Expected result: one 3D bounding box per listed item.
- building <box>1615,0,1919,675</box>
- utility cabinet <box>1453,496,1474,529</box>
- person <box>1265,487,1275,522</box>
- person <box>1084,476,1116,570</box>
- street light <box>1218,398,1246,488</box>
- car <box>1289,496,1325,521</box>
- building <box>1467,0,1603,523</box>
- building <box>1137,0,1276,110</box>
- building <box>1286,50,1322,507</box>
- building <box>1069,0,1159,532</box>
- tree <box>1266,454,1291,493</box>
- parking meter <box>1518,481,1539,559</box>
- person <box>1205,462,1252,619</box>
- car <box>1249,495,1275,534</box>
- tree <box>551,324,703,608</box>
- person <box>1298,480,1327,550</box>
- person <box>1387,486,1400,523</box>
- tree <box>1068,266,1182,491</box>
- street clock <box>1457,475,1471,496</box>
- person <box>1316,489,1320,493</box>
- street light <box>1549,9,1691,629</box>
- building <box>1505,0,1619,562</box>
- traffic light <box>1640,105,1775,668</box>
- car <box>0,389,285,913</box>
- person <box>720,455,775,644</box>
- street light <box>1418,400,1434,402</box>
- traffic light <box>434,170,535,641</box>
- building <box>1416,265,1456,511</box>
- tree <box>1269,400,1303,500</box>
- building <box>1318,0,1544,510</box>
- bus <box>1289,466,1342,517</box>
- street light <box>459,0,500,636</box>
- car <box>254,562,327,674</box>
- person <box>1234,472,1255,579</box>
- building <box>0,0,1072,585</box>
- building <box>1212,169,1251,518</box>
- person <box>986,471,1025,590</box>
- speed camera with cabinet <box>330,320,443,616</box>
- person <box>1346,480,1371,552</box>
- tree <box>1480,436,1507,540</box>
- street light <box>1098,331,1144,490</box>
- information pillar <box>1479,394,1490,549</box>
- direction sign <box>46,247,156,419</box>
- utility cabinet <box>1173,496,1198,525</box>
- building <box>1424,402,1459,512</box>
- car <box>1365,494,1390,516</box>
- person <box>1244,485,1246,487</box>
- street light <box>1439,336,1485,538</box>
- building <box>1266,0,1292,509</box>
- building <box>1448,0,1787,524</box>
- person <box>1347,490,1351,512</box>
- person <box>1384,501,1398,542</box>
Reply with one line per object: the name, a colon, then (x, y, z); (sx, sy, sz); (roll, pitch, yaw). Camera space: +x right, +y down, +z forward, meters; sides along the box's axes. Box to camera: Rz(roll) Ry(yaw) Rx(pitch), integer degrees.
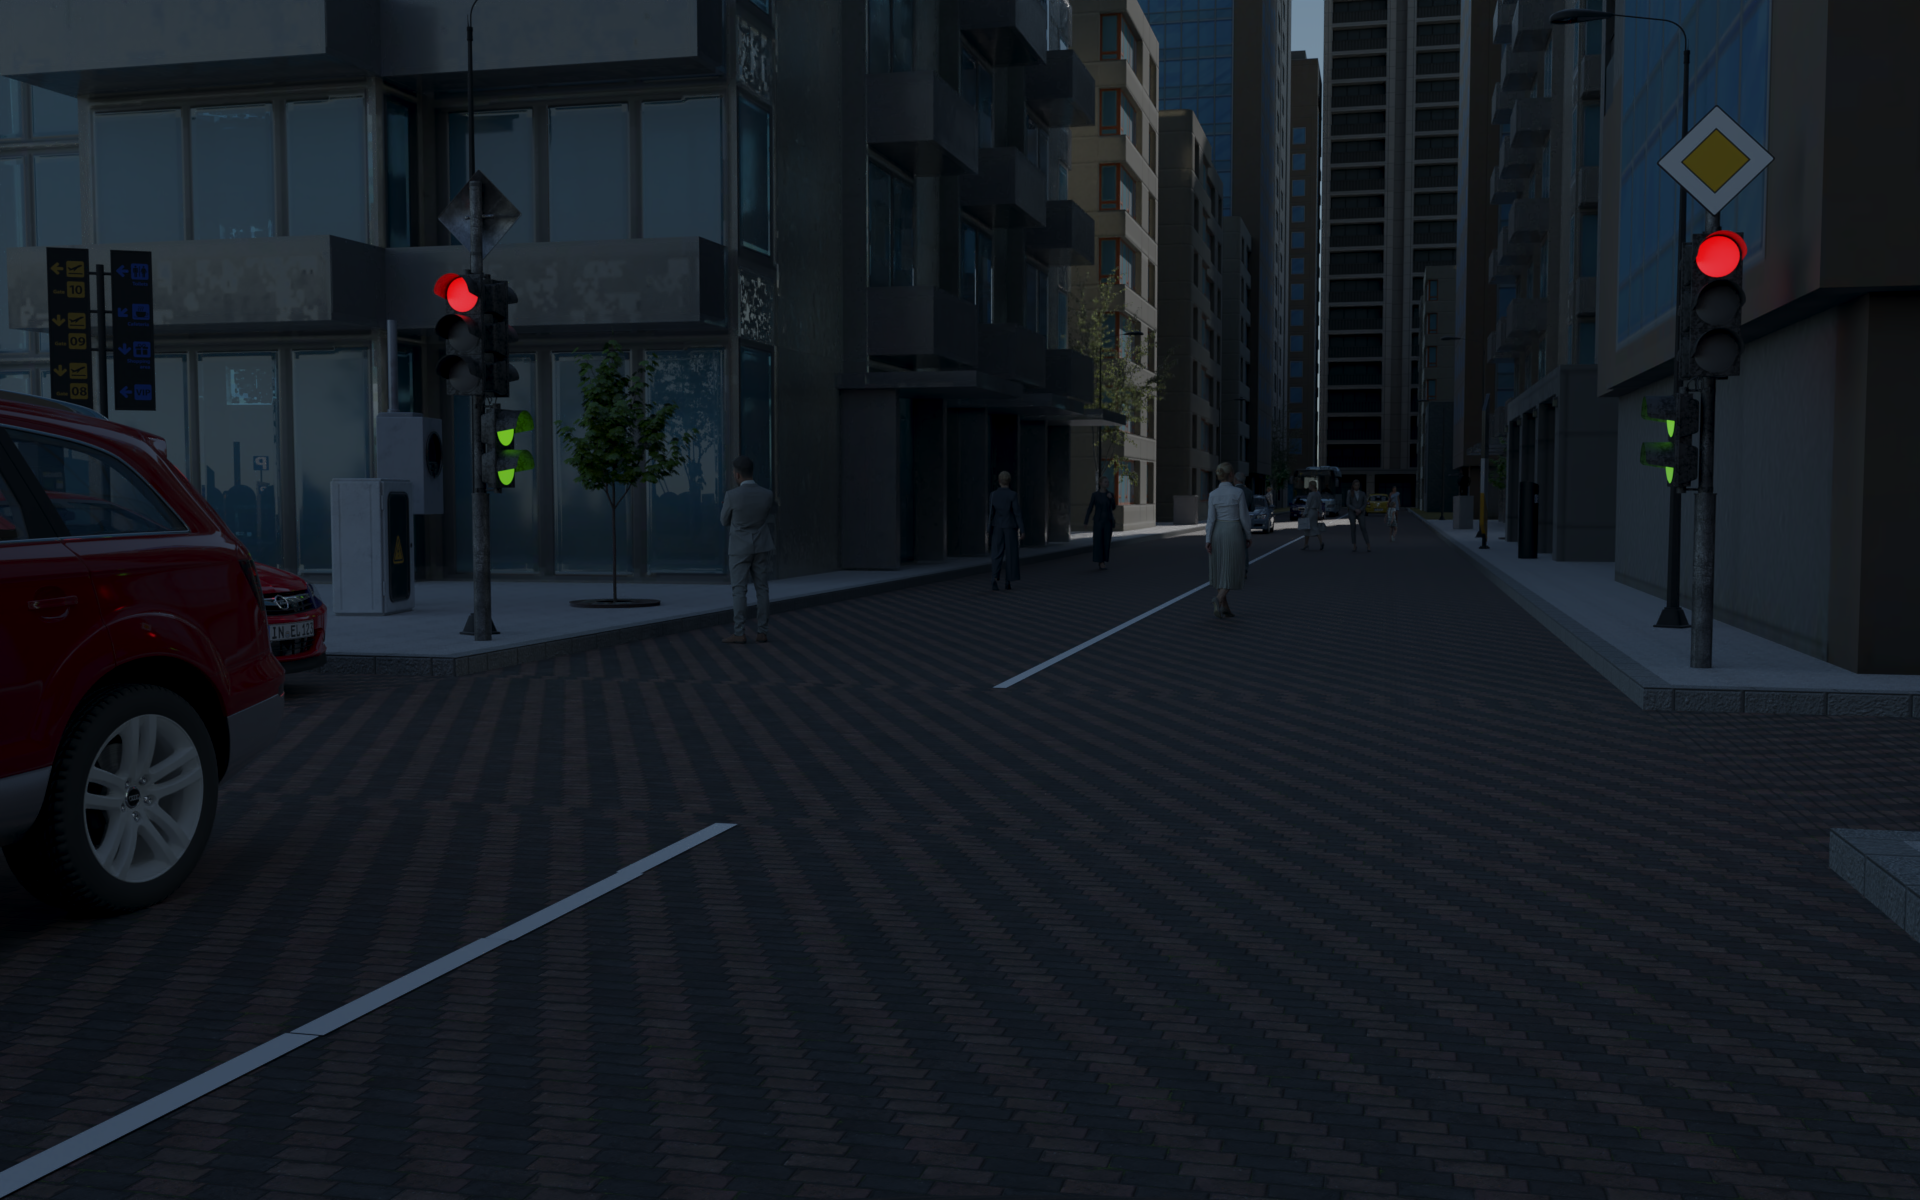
building: (14.470, -22.361, 15.710); (14.200, 45.320, 14.600); (1, 4, 14)
utility cabinet: (18.434, -3.199, 63.463); (0.306, 1.237, 1.020); (3, 5, 44)
person: (15.433, -4.744, 86.293); (0.641, 1.798, 0.478); (0, 4, -1)
person: (2.677, -1.469, 32.935); (0.576, 1.772, 0.534); (-2, 4, -30)
street light: (13.121, -6.819, 84.035); (1.470, 5.913, 1.316); (1, 4, 14)
car: (18.978, -5.012, 94.525); (1.945, 1.354, 3.894); (1, 4, 15)
building: (32.254, -27.266, 65.410); (23.786, 49.044, 30.456); (1, 4, 14)
building: (15.064, -28.997, 124.205); (14.600, 45.320, 14.200); (1, 4, 14)
building: (29.315, -32.213, 176.786); (14.200, 45.320, 14.600); (1, 4, 14)
building: (-4.365, -14.121, 75.926); (27.650, 21.520, 28.899); (1, 4, 14)
tree: (25.003, -9.491, 138.884); (4.285, 4.588, 4.351); (0, 3, 0)
parking meter: (11.291, -1.590, 34.400); (0.372, 1.533, 0.369); (0, 3, 0)
person: (3.059, -0.688, 19.971); (0.478, 1.798, 0.641); (3, 4, 39)
car: (10.626, -3.171, 63.842); (2.014, 1.417, 4.499); (1, 4, 13)
tree: (-4.031, -1.536, 19.723); (1.663, 3.219, 1.824); (0, 3, 0)
person: (9.031, -2.169, 44.319); (0.694, 1.780, 0.624); (-2, 4, -27)
person: (21.037, -4.613, 84.010); (0.616, 1.811, 0.778); (2, 4, 25)
tree: (4.667, -6.453, 55.877); (4.360, 8.622, 3.978); (0, 3, 0)
street clock: (19.330, -3.785, 66.456); (0.471, 2.002, 0.358); (-1, 4, -18)
person: (20.406, -5.588, 99.728); (0.599, 1.838, 0.709); (-2, 4, -35)
street light: (6.341, -2.697, 16.644); (1.470, 5.913, 1.316); (1, 4, 14)
building: (22.323, -36.358, 32.705); (20.563, 71.187, 20.611); (1, 4, 14)
traffic light: (5.464, -1.454, 12.700); (0.839, 4.253, 0.868); (1, 4, 14)
car: (-4.148, 0.240, 4.753); (2.281, 1.827, 5.304); (1, 4, 15)
person: (-2.080, -0.494, 16.764); (0.511, 1.800, 0.466); (-3, 5, -45)
street light: (23.164, -6.882, 85.054); (1.470, 5.913, 1.316); (1, 4, 14)
traffic light: (-4.163, -1.598, 15.053); (0.839, 4.253, 0.868); (1, 4, 14)
building: (52.155, -18.181, 142.296); (27.650, 21.520, 28.899); (1, 4, 14)
tree: (24.365, -11.223, 133.859); (4.360, 8.622, 3.978); (0, 3, 0)
building: (47.512, -45.090, 175.469); (20.611, 71.187, 20.563); (1, 4, 14)
bus: (23.152, -7.160, 111.921); (2.948, 3.499, 13.247); (1, 4, 14)
street light: (-3.873, -2.630, 15.546); (1.470, 5.913, 1.316); (1, 4, 14)
car: (-6.782, -0.218, 12.604); (4.494, 1.783, 2.155); (1, 4, 15)
person: (4.663, -1.267, 29.397); (0.661, 1.801, 0.590); (-2, 4, -25)
building: (-9.314, -25.563, 37.570); (23.786, 49.044, 30.456); (1, 4, 14)
building: (2.640, -15.951, 105.836); (27.650, 21.520, 28.899); (1, 4, 14)
person: (0.680, -1.033, 25.813); (0.576, 1.772, 0.534); (0, 4, 3)
speed camera with cabinet: (-6.285, -1.514, 19.090); (0.660, 3.252, 2.038); (0, 4, 1)
person: (9.937, -2.103, 43.153); (0.520, 1.790, 0.573); (-1, 4, -13)
tree: (15.818, -3.328, 49.012); (1.663, 3.219, 1.824); (0, 3, 0)
street light: (4.551, -4.717, 49.664); (1.470, 5.913, 1.316); (1, 4, 14)
information pillar: (12.241, -2.999, 40.394); (0.183, 3.616, 0.504); (2, 4, 28)
direction sign: (-7.953, -1.475, 16.112); (0.876, 3.537, 0.379); (-1, 4, -19)
utility cabinet: (9.450, -3.751, 72.486); (1.020, 1.237, 0.306); (2, 4, 34)
building: (42.333, -48.833, 111.091); (22.319, 86.520, 31.000); (1, 4, 14)
car: (27.289, -6.286, 113.000); (2.015, 1.641, 3.980); (1, 4, 13)
person: (13.107, -4.360, 79.882); (0.850, 1.850, 0.679); (-3, 5, -44)
street light: (14.832, -4.799, 51.011); (1.470, 5.913, 1.316); (1, 4, 14)
building: (18.437, -43.770, 153.890); (20.611, 71.187, 20.563); (1, 4, 14)
building: (33.540, -26.938, 90.551); (14.600, 45.320, 14.200); (1, 4, 14)
person: (30.765, -7.783, 136.477); (0.721, 1.736, 1.217); (1, 4, 12)
person: (12.896, -2.351, 51.956); (0.382, 1.210, 0.505); (-3, 4, -36)
